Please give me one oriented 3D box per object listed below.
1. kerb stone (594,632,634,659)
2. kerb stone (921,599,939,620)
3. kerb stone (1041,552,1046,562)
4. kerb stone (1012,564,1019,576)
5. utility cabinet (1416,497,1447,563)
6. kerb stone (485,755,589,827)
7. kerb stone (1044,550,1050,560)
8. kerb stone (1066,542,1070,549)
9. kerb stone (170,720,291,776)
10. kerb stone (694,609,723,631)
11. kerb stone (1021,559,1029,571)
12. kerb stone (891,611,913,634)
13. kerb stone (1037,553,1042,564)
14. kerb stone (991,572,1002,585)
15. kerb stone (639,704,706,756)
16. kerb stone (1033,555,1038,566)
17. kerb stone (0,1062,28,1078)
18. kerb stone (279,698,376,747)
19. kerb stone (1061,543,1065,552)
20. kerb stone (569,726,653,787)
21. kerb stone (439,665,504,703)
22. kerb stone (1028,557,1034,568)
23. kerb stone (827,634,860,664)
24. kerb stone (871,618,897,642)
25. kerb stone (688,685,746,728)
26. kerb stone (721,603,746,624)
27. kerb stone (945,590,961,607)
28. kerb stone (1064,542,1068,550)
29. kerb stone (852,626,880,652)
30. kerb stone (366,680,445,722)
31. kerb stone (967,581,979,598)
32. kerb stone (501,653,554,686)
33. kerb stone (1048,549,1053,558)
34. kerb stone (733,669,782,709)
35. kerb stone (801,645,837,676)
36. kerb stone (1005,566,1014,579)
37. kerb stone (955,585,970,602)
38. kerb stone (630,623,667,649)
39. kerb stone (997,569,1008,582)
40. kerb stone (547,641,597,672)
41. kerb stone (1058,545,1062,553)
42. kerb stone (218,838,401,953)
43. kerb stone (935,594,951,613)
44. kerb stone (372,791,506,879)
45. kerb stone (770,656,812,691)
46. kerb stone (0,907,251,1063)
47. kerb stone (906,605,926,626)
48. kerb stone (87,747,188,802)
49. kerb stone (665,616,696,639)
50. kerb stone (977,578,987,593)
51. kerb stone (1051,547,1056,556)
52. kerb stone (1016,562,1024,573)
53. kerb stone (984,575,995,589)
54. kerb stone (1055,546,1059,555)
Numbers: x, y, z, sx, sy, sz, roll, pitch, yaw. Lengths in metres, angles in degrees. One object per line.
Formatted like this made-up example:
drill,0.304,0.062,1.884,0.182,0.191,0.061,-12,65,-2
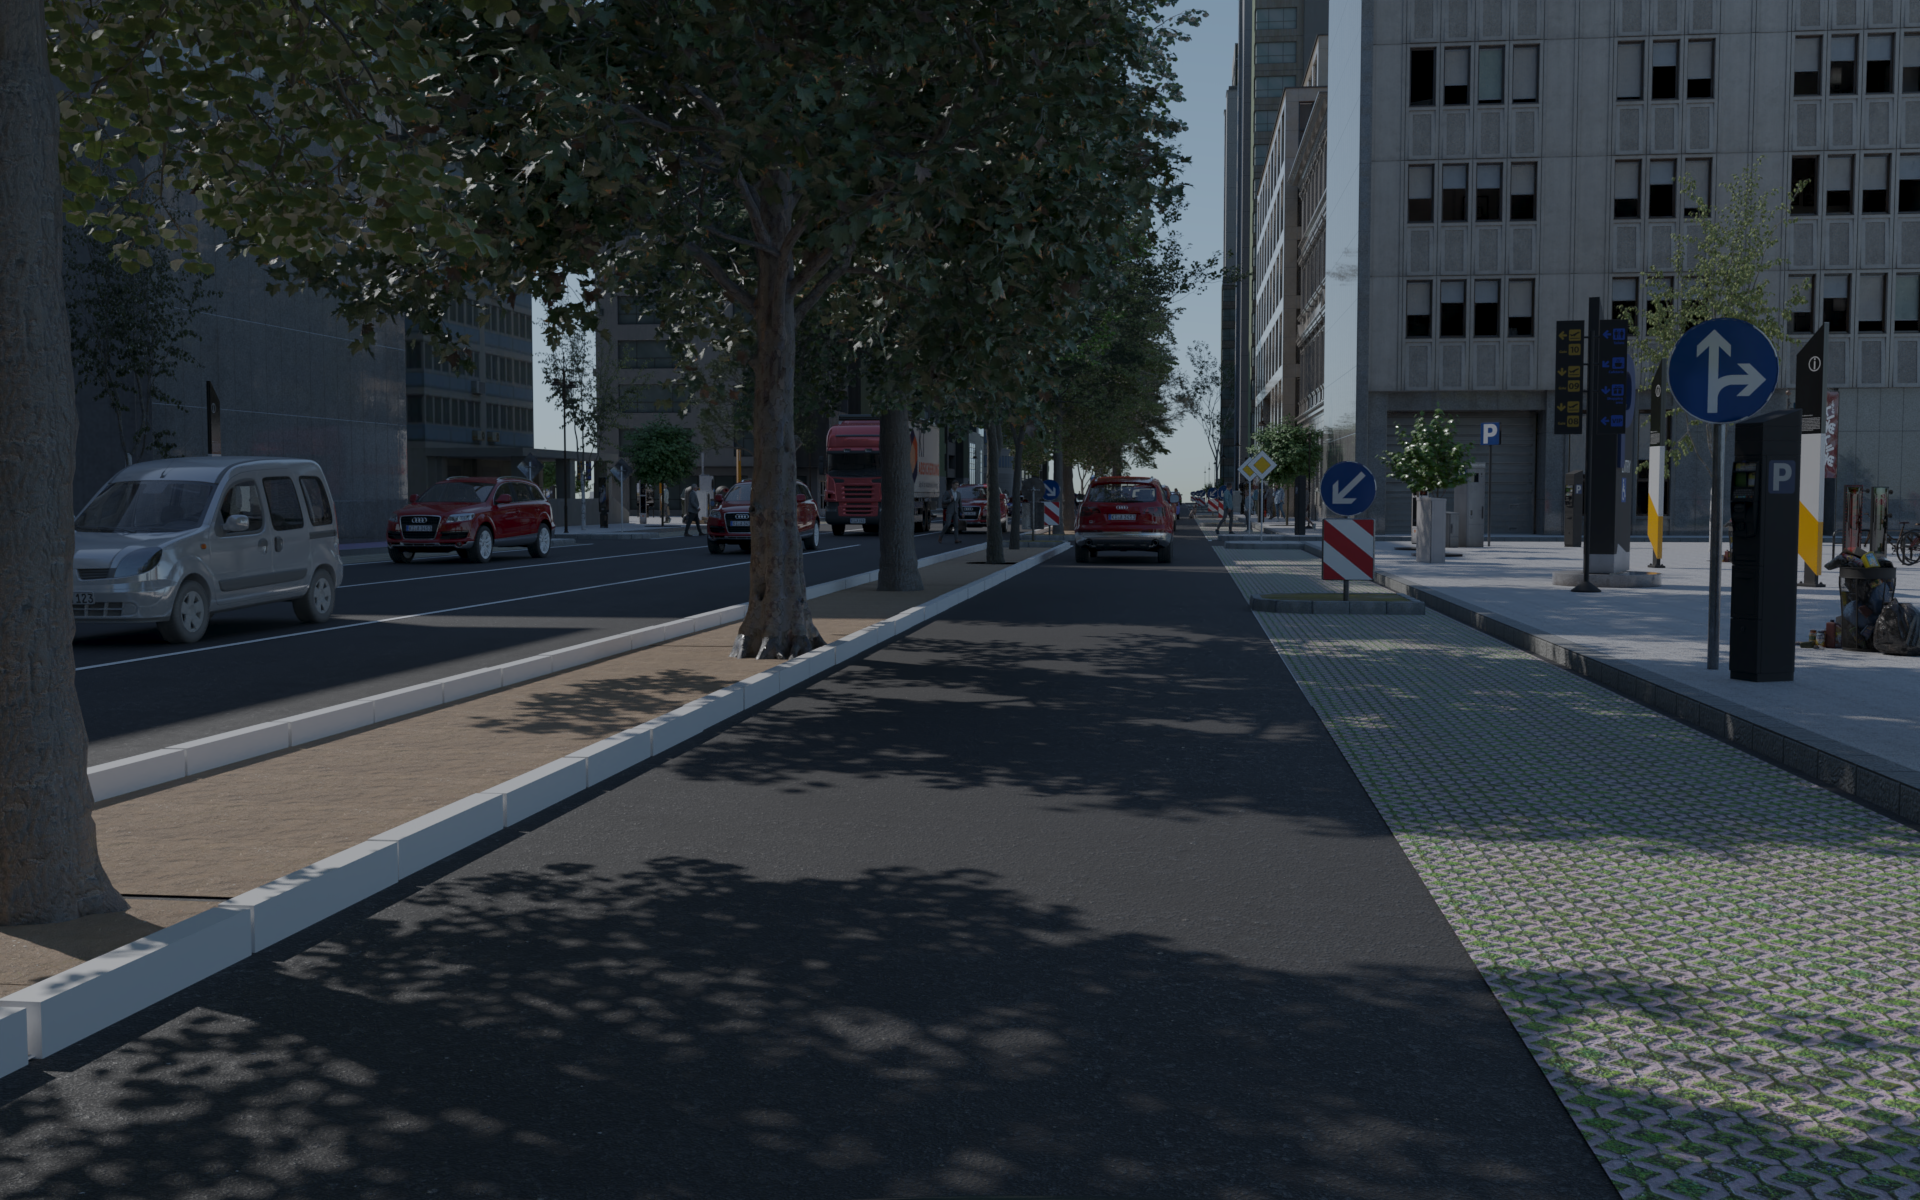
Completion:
kerb stone,-3.128,0.421,15.334,0.120,0.150,1.000,0,4,7
kerb stone,-0.397,0.129,20.139,0.120,0.150,1.000,0,4,7
kerb stone,1.660,-0.869,36.410,0.120,0.150,1.000,0,4,7
kerb stone,0.882,-0.492,30.310,0.120,0.150,1.000,0,4,7
utility cabinet,8.847,-1.306,32.515,0.306,1.237,1.020,0,3,0
kerb stone,-1.944,0.874,7.946,0.120,0.150,1.000,0,4,7
kerb stone,1.784,-0.931,37.425,0.120,0.150,1.000,0,4,7
kerb stone,2.686,-1.365,44.553,0.120,0.150,1.000,0,4,7
kerb stone,-3.897,0.792,9.246,0.120,0.150,1.000,0,4,7
kerb stone,-2.735,0.233,18.391,0.120,0.150,1.000,0,4,7
kerb stone,1.144,-0.621,32.343,0.120,0.150,1.000,0,4,7
kerb stone,-0.652,0.255,18.104,0.120,0.150,1.000,0,4,7
kerb stone,1.531,-0.807,35.396,0.120,0.150,1.000,0,4,7
kerb stone,0.505,-0.309,27.262,0.120,0.150,1.000,0,4,7
kerb stone,-1.675,0.748,9.973,0.120,0.150,1.000,0,4,7
kerb stone,1.400,-0.745,34.382,0.120,0.150,1.000,0,4,7
kerb stone,-2.463,1.127,3.859,0.120,0.150,1.000,0,4,7
kerb stone,-3.761,0.730,10.259,0.120,0.150,1.000,0,4,7
kerb stone,2.434,-1.243,42.520,0.120,0.150,1.000,0,4,7
kerb stone,-1.812,0.810,8.960,0.120,0.150,1.000,0,4,7
kerb stone,-3.506,0.606,12.287,0.120,0.150,1.000,0,4,7
kerb stone,1.277,-0.683,33.361,0.120,0.150,1.000,0,4,7
kerb stone,-1.038,0.437,15.056,0.120,0.150,1.000,0,4,7
kerb stone,-0.786,0.312,17.090,0.120,0.150,1.000,0,4,7
kerb stone,-1.559,0.685,10.995,0.120,0.150,1.000,0,4,7
kerb stone,-2.604,0.171,19.404,0.120,0.150,1.000,0,4,7
kerb stone,-0.147,0.001,22.179,0.120,0.150,1.000,0,4,7
kerb stone,2.553,-1.305,43.536,0.120,0.150,1.000,0,4,7
kerb stone,-0.915,0.374,16.076,0.120,0.150,1.000,0,4,7
kerb stone,-3.637,0.668,11.273,0.120,0.150,1.000,0,4,7
kerb stone,0.118,-0.123,24.212,0.120,0.150,1.000,0,4,7
kerb stone,-3.374,0.548,13.303,0.120,0.150,1.000,0,4,7
kerb stone,1.916,-0.994,38.441,0.120,0.150,1.000,0,4,7
kerb stone,-1.427,0.623,12.014,0.120,0.150,1.000,0,4,7
kerb stone,-1.174,0.501,14.043,0.120,0.150,1.000,0,4,7
kerb stone,0.763,-0.433,29.295,0.120,0.150,1.000,0,4,7
kerb stone,-0.019,-0.061,23.195,0.120,0.150,1.000,0,4,7
kerb stone,-2.996,0.358,16.348,0.120,0.150,1.000,0,4,7
kerb stone,0.626,-0.372,28.277,0.120,0.150,1.000,0,4,7
kerb stone,-3.248,0.482,14.319,0.120,0.150,1.000,0,4,7
kerb stone,2.301,-1.181,41.507,0.120,0.150,1.000,0,4,7
kerb stone,-2.197,0.996,5.905,0.120,0.150,1.000,0,4,7
kerb stone,-0.268,0.066,21.156,0.120,0.150,1.000,0,4,7
kerb stone,-2.079,0.934,6.926,0.120,0.150,1.000,0,4,7
kerb stone,-1.300,0.561,13.028,0.120,0.150,1.000,0,4,7
kerb stone,-2.324,1.062,4.891,0.120,0.150,1.000,0,4,7
kerb stone,-0.531,0.188,19.121,0.120,0.150,1.000,0,4,7
kerb stone,-4.025,0.857,8.231,0.120,0.150,1.000,0,4,7
kerb stone,-2.869,0.300,17.374,0.120,0.150,1.000,0,4,7
kerb stone,0.240,-0.184,25.227,0.120,0.150,1.000,0,4,7
kerb stone,2.045,-1.054,39.468,0.120,0.150,1.000,0,4,7
kerb stone,1.014,-0.554,31.324,0.120,0.150,1.000,0,4,7
kerb stone,0.376,-0.247,26.240,0.120,0.150,1.000,0,4,7
kerb stone,2.171,-1.119,40.487,0.120,0.150,1.000,0,4,7
